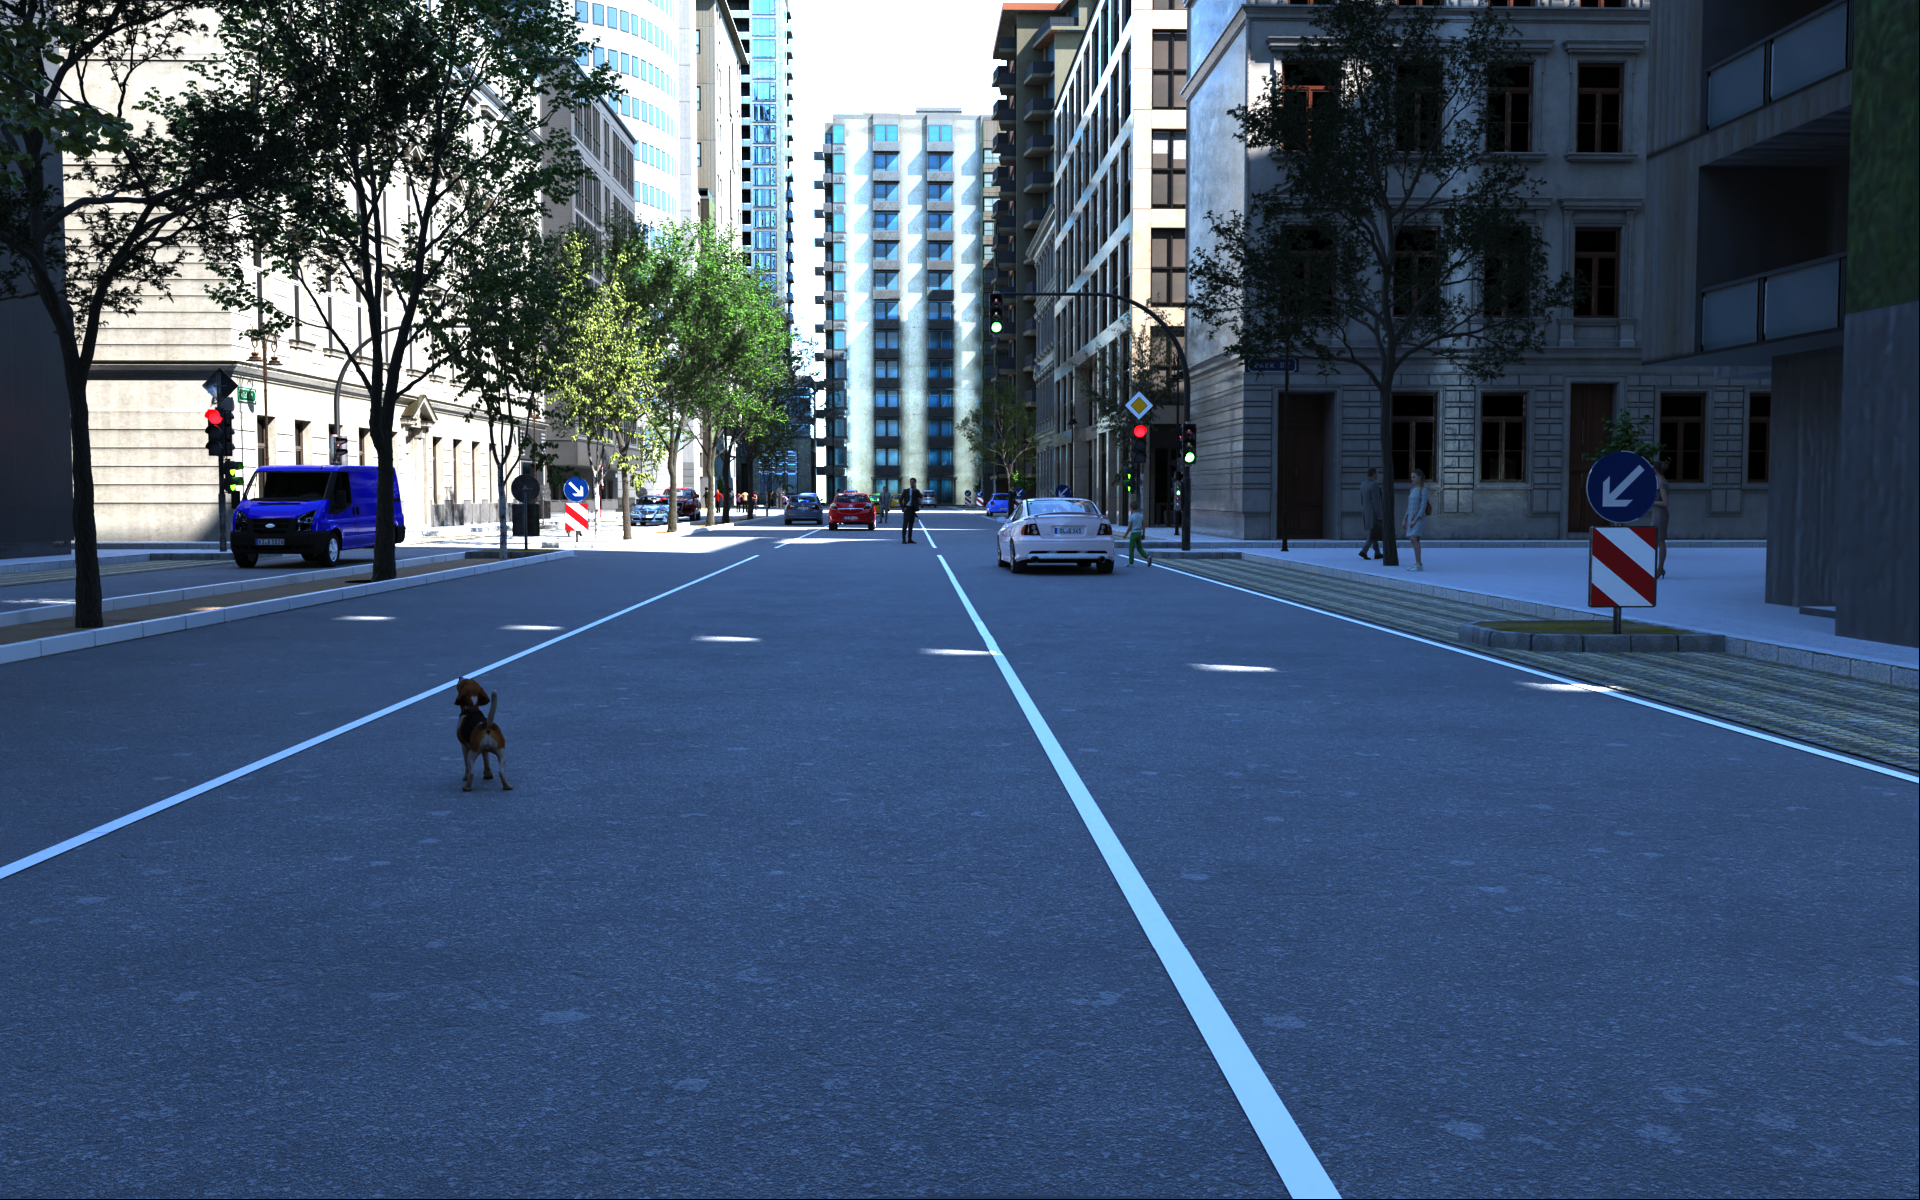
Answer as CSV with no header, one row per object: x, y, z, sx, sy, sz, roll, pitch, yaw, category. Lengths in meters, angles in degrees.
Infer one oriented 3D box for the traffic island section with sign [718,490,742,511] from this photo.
-19.723,-8.549,148.401,1.989,1.847,2.006,0,4,-2,traffic island section with sign

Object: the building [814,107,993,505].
-2.750,-36.551,217.212,30.456,49.044,23.786,0,4,-2,building

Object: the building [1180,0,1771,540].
17.459,-13.241,52.652,21.152,22.565,11.583,0,4,-2,building

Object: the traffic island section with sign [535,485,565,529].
-17.211,-3.832,71.285,1.989,1.847,2.006,0,4,-2,traffic island section with sign

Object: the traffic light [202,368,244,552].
-16.439,-3.037,38.570,0.839,4.253,0.868,0,4,-2,traffic light

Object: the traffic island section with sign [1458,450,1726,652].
5.894,-0.484,16.535,1.989,1.847,2.006,0,4,-2,traffic island section with sign

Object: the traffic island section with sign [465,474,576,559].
-9.951,-1.897,39.149,2.006,1.907,1.989,0,4,-2,traffic island section with sign

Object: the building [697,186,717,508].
-29.877,-23.548,156.712,14.160,30.474,14.107,0,4,-2,building

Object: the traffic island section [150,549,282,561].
-16.480,-1.004,38.704,2.009,0.180,2.903,0,4,-2,traffic island section

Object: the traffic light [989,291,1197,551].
3.022,-3.939,39.075,4.771,5.953,1.251,0,4,-2,traffic light

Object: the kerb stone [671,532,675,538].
-9.457,-2.076,56.144,0.120,0.150,1.000,0,4,-2,kerb stone

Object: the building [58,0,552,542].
-28.167,-17.781,67.132,17.030,29.872,44.131,0,4,-2,building

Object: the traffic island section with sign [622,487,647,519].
-18.093,-5.490,98.390,1.989,1.847,2.006,0,4,-2,traffic island section with sign

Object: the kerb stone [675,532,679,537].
-9.489,-2.139,57.173,0.120,0.150,1.000,0,4,-2,kerb stone

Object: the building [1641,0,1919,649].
14.881,-20.352,16.343,14.154,41.232,14.086,0,4,-2,building

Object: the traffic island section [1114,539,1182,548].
4.891,-1.535,47.380,2.009,0.180,2.903,0,4,-2,traffic island section

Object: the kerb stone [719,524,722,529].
-9.922,-2.953,70.481,0.120,0.150,1.000,0,4,-2,kerb stone

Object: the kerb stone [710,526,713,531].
-9.825,-2.764,67.415,0.120,0.150,1.000,0,4,-2,kerb stone

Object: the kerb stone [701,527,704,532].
-9.724,-2.578,64.337,0.120,0.150,1.000,0,4,-2,kerb stone

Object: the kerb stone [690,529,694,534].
-9.624,-2.389,61.262,0.120,0.150,1.000,0,4,-2,kerb stone

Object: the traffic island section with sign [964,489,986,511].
1.571,-8.629,149.711,1.989,1.847,2.006,0,4,-2,traffic island section with sign

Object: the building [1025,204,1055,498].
10.721,-16.855,111.739,11.583,22.565,21.152,0,4,-2,building

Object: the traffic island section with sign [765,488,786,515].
-12.632,-6.943,121.651,2.006,1.907,1.989,0,4,-2,traffic island section with sign

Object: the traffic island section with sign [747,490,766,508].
-20.597,-10.197,175.342,1.989,1.847,2.006,0,4,-2,traffic island section with sign

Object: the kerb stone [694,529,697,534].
-9.653,-2.449,62.289,0.120,0.150,1.000,0,4,-2,kerb stone

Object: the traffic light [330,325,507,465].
-14.611,-4.403,46.654,4.771,5.953,1.251,0,4,-2,traffic light

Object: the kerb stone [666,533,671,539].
-9.422,-2.014,55.123,0.120,0.150,1.000,0,4,-2,kerb stone

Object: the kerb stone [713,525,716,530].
-9.849,-2.821,68.438,0.120,0.150,1.000,0,4,-2,kerb stone

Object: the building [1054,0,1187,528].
15.578,-17.018,82.766,19.350,26.468,34.151,0,4,-2,building

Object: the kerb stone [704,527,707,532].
-9.754,-2.640,65.361,0.120,0.150,1.000,0,4,-2,kerb stone

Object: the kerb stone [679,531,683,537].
-9.520,-2.202,58.195,0.120,0.150,1.000,0,4,-2,kerb stone

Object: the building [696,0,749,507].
-37.128,-36.264,182.150,27.495,52.752,28.713,0,4,-2,building

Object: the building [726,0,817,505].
-33.720,-55.165,214.621,31.000,86.520,22.319,0,4,-2,building

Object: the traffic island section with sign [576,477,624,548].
-10.182,-2.350,46.552,2.006,1.907,1.989,0,4,-2,traffic island section with sign

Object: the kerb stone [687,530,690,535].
-9.594,-2.327,60.240,0.120,0.150,1.000,0,4,-2,kerb stone

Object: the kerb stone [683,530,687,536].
-9.552,-2.251,59.219,0.120,0.150,1.000,0,4,-2,kerb stone

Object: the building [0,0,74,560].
-30.582,-14.480,30.253,24.014,27.812,14.314,0,4,-2,building

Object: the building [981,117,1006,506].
9.252,-31.039,191.088,14.154,41.232,14.086,0,4,-2,building

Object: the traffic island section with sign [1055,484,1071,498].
4.107,-3.874,71.966,1.989,1.847,2.006,0,4,-2,traffic island section with sign

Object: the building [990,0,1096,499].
14.139,-30.629,155.415,22.147,44.769,28.867,0,4,-2,building

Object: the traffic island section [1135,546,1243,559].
5.151,-1.047,39.399,2.009,0.180,2.903,0,4,-2,traffic island section

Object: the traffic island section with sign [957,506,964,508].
0.680,-10.309,177.171,1.989,1.847,2.006,0,4,-2,traffic island section with sign

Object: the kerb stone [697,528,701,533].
-9.690,-2.515,63.310,0.120,0.150,1.000,0,4,-2,kerb stone

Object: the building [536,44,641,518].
-27.618,-18.822,101.240,14.314,27.812,24.014,0,4,-2,building

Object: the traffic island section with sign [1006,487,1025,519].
3.222,-5.522,98.907,1.989,1.847,2.006,0,4,-2,traffic island section with sign

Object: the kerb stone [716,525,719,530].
-9.889,-2.891,69.459,0.120,0.150,1.000,0,4,-2,kerb stone

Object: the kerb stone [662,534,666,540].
-9.390,-1.946,54.101,0.120,0.150,1.000,0,4,-2,kerb stone

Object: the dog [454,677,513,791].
-2.367,0.659,8.517,0.540,0.507,0.406,2,4,24,dog

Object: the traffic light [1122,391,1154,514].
4.851,-3.568,47.265,0.839,4.253,0.868,0,4,-2,traffic light

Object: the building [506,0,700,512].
-32.644,-36.247,134.635,21.231,58.520,28.212,0,4,-2,building

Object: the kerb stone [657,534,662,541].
-9.355,-1.889,53.079,0.120,0.150,1.000,0,4,-2,kerb stone

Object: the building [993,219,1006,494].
10.338,-24.800,177.187,14.160,30.474,14.107,0,4,-2,building

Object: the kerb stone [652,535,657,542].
-9.318,-1.824,52.058,0.120,0.150,1.000,0,4,-2,kerb stone

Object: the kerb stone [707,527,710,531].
-9.791,-2.703,66.388,0.120,0.150,1.000,0,4,-2,kerb stone

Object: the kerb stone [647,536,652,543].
-9.292,-1.764,51.036,0.120,0.150,1.000,0,4,-2,kerb stone
